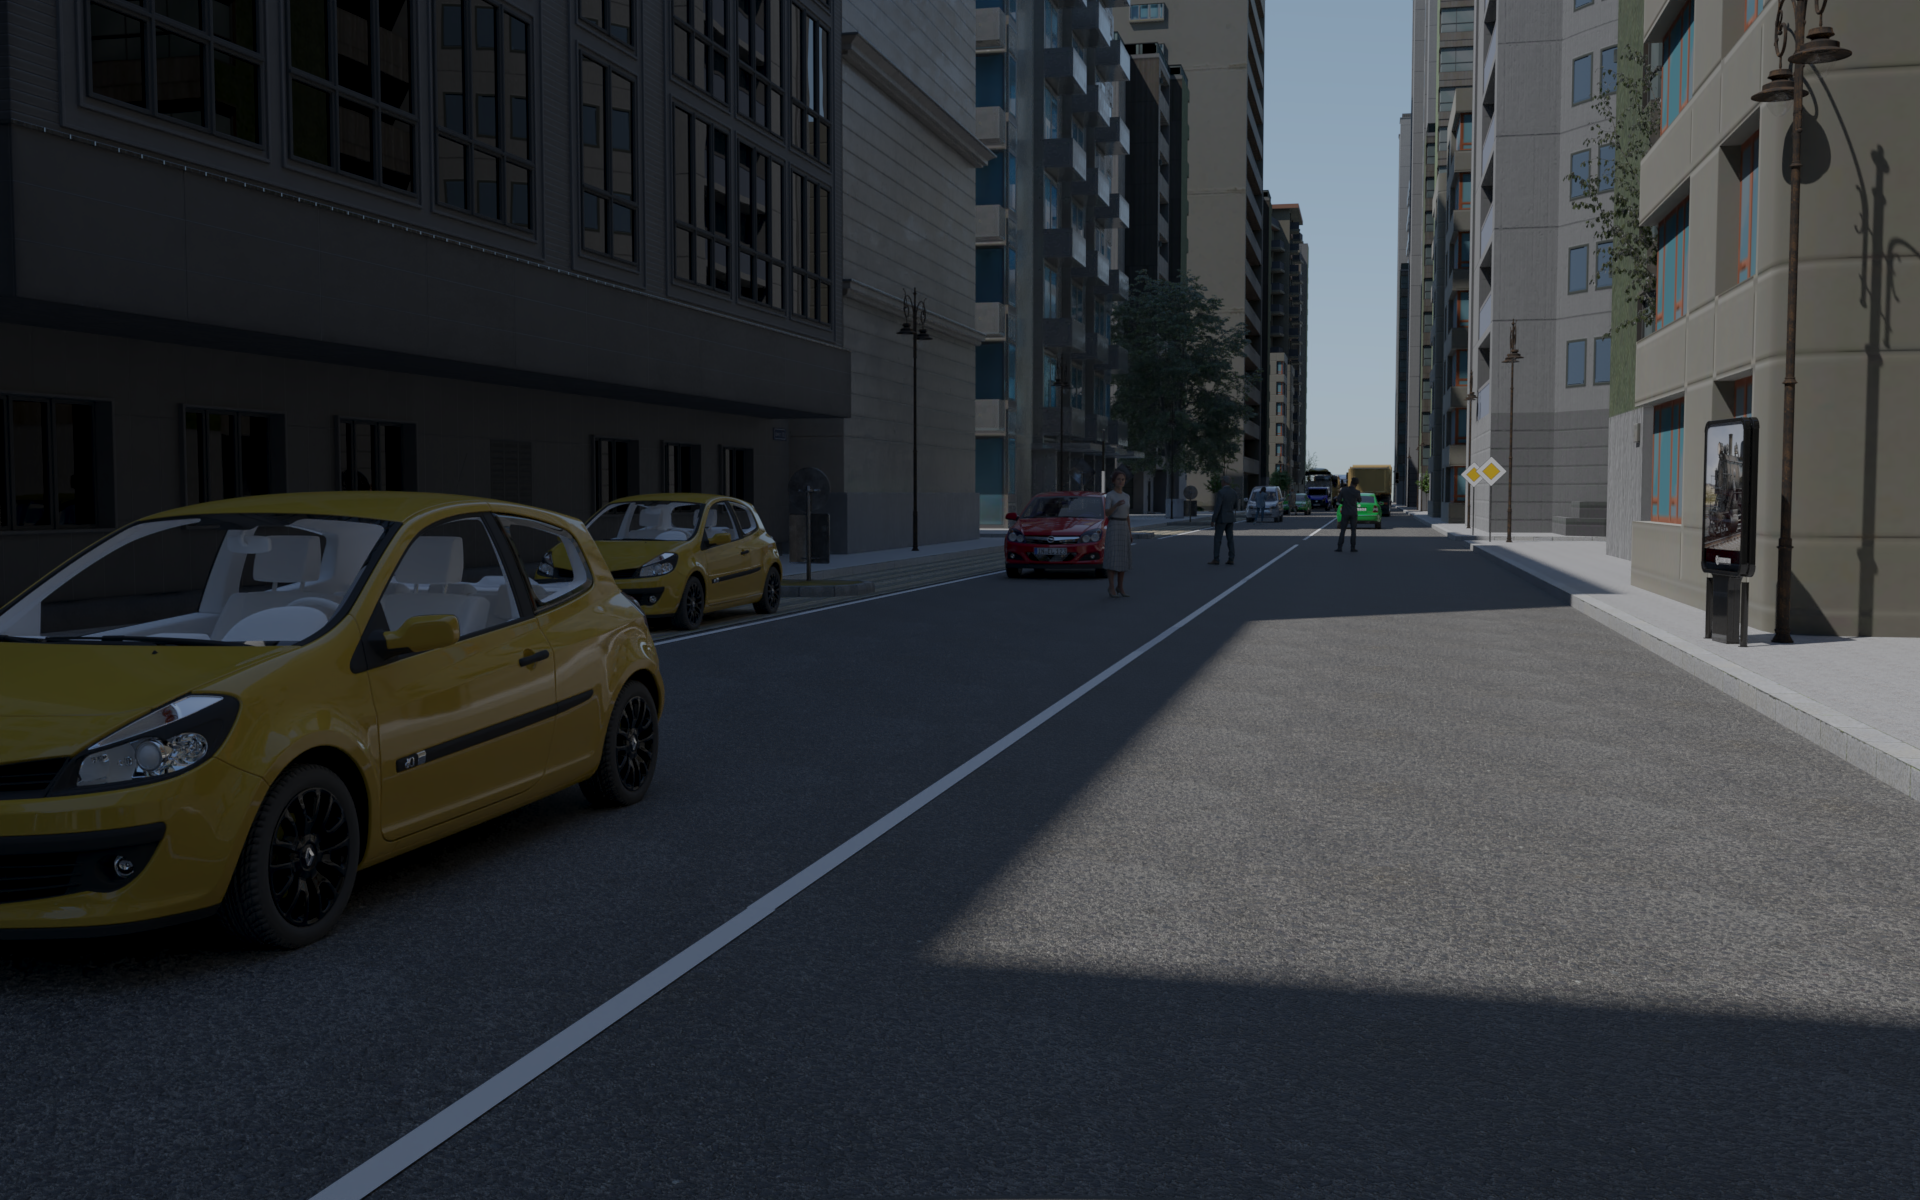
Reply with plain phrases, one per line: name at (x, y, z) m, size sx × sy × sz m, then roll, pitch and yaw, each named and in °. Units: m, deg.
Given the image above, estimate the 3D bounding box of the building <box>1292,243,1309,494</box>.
building at (48.001, -36.244, 276.184) m, size 14.154 × 41.232 × 14.086 m, roll 1°, pitch 4°, yaw 13°

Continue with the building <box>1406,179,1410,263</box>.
building at (72.268, -37.704, 236.067) m, size 23.786 × 49.044 × 30.456 m, roll 1°, pitch 4°, yaw 13°

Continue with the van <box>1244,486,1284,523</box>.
van at (15.601, -4.990, 88.598) m, size 2.013 × 2.044 × 4.112 m, roll 1°, pitch 4°, yaw 14°

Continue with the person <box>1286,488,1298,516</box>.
person at (22.141, -6.539, 115.514) m, size 0.694 × 1.812 × 0.767 m, roll -3°, pitch 4°, yaw -38°

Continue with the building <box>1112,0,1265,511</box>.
building at (13.450, -31.719, 142.301) m, size 21.300 × 48.544 × 21.600 m, roll 1°, pitch 4°, yaw 13°

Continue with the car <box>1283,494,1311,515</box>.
car at (23.116, -6.736, 118.931) m, size 1.959 × 1.807 × 4.718 m, roll 1°, pitch 4°, yaw 15°

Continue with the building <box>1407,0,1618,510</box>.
building at (58.368, -39.226, 183.338) m, size 21.231 × 58.520 × 28.212 m, roll 1°, pitch 4°, yaw 13°

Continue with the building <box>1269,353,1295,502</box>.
building at (29.470, -23.489, 229.080) m, size 27.650 × 21.520 × 28.899 m, roll 1°, pitch 4°, yaw 13°

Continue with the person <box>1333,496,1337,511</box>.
person at (31.218, -8.050, 143.299) m, size 0.628 × 1.438 × 0.799 m, roll 1°, pitch 4°, yaw 17°

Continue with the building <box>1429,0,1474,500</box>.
building at (39.530, -26.572, 118.045) m, size 14.154 × 41.232 × 14.086 m, roll 1°, pitch 4°, yaw 13°

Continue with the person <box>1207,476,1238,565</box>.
person at (5.337, -1.627, 35.280) m, size 0.661 × 1.801 × 0.590 m, roll -3°, pitch 4°, yaw -36°

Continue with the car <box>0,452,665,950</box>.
car at (-2.606, 0.209, 6.802) m, size 2.015 × 1.641 × 3.980 m, roll 1°, pitch 4°, yaw 13°

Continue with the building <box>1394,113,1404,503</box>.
building at (77.699, -44.243, 265.368) m, size 21.231 × 58.520 × 28.212 m, roll 1°, pitch 4°, yaw 13°

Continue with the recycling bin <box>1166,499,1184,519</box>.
recycling bin at (11.290, -4.796, 90.966) m, size 0.722 × 1.027 × 0.722 m, roll 3°, pitch 5°, yaw 44°

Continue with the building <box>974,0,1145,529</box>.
building at (-4.574, -27.980, 77.088) m, size 23.786 × 49.044 × 30.456 m, roll 1°, pitch 4°, yaw 13°

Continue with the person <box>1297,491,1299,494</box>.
person at (37.632, -11.283, 192.991) m, size 0.705 × 1.823 × 1.348 m, roll 1°, pitch 4°, yaw 18°

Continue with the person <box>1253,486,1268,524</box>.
person at (14.182, -4.468, 81.822) m, size 0.793 × 1.790 × 0.793 m, roll -1°, pitch 4°, yaw -8°

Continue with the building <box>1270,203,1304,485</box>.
building at (39.003, -36.766, 255.742) m, size 22.147 × 44.769 × 28.867 m, roll 1°, pitch 4°, yaw 13°

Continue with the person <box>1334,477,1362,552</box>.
person at (9.656, -2.127, 43.077) m, size 0.655 × 1.846 × 0.447 m, roll 1°, pitch 4°, yaw 12°

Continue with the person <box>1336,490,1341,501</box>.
person at (28.869, -7.458, 131.148) m, size 0.721 × 1.735 × 1.217 m, roll -2°, pitch 4°, yaw -24°

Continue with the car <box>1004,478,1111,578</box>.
car at (1.954, -1.339, 30.925) m, size 2.155 × 1.783 × 4.494 m, roll 1°, pitch 4°, yaw 12°

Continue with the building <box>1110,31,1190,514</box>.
building at (7.120, -20.867, 112.873) m, size 14.160 × 30.474 × 14.107 m, roll 1°, pitch 4°, yaw 13°

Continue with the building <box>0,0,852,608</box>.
building at (-11.609, -14.144, 24.768) m, size 14.314 × 27.812 × 24.014 m, roll 1°, pitch 4°, yaw 13°

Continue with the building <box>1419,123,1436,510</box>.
building at (43.543, -22.300, 136.313) m, size 14.160 × 30.474 × 14.107 m, roll 1°, pitch 4°, yaw 13°

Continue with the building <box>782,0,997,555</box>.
building at (-11.699, -15.744, 44.802) m, size 23.554 × 28.519 × 14.401 m, roll 1°, pitch 4°, yaw 13°

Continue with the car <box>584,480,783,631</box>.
car at (-3.328, -0.563, 19.433) m, size 2.015 × 1.641 × 3.980 m, roll 1°, pitch 4°, yaw 13°

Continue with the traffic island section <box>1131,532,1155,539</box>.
traffic island section at (5.261, -2.104, 56.685) m, size 2.009 × 0.180 × 2.903 m, roll 1°, pitch 4°, yaw 13°

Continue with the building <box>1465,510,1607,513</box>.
building at (52.264, -37.498, 155.098) m, size 21.231 × 58.520 × 28.212 m, roll 1°, pitch 4°, yaw 13°

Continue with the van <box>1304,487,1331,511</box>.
van at (30.675, -8.800, 148.270) m, size 2.240 × 2.365 × 5.245 m, roll 1°, pitch 4°, yaw 15°

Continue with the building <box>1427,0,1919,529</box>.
building at (37.878, -14.675, 84.972) m, size 27.650 × 21.520 × 28.899 m, roll 1°, pitch 4°, yaw 13°

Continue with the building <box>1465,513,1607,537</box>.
building at (32.244, -31.496, 56.962) m, size 28.212 × 58.520 × 21.231 m, roll 1°, pitch 4°, yaw 13°

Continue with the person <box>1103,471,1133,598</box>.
person at (2.237, -0.914, 24.022) m, size 0.480 × 1.755 × 0.524 m, roll -3°, pitch 4°, yaw -37°

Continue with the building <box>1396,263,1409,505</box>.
building at (61.687, -27.137, 215.386) m, size 14.160 × 30.474 × 14.107 m, roll 1°, pitch 4°, yaw 13°

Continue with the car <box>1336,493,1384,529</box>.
car at (16.625, -3.870, 72.063) m, size 1.959 × 1.807 × 4.718 m, roll 1°, pitch 4°, yaw 13°

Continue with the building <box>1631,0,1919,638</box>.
building at (19.574, -9.878, 6.551) m, size 27.650 × 21.520 × 28.899 m, roll 1°, pitch 4°, yaw 13°

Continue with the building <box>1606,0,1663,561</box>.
building at (21.006, -16.178, 36.204) m, size 14.160 × 30.474 × 14.107 m, roll 1°, pitch 4°, yaw 13°

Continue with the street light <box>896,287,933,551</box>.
street light at (-1.009, -4.043, 38.895) m, size 0.468 × 5.910 × 1.993 m, roll 1°, pitch 4°, yaw 13°

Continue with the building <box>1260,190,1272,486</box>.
building at (21.083, -23.710, 159.360) m, size 14.160 × 30.474 × 14.107 m, roll 1°, pitch 4°, yaw 13°
